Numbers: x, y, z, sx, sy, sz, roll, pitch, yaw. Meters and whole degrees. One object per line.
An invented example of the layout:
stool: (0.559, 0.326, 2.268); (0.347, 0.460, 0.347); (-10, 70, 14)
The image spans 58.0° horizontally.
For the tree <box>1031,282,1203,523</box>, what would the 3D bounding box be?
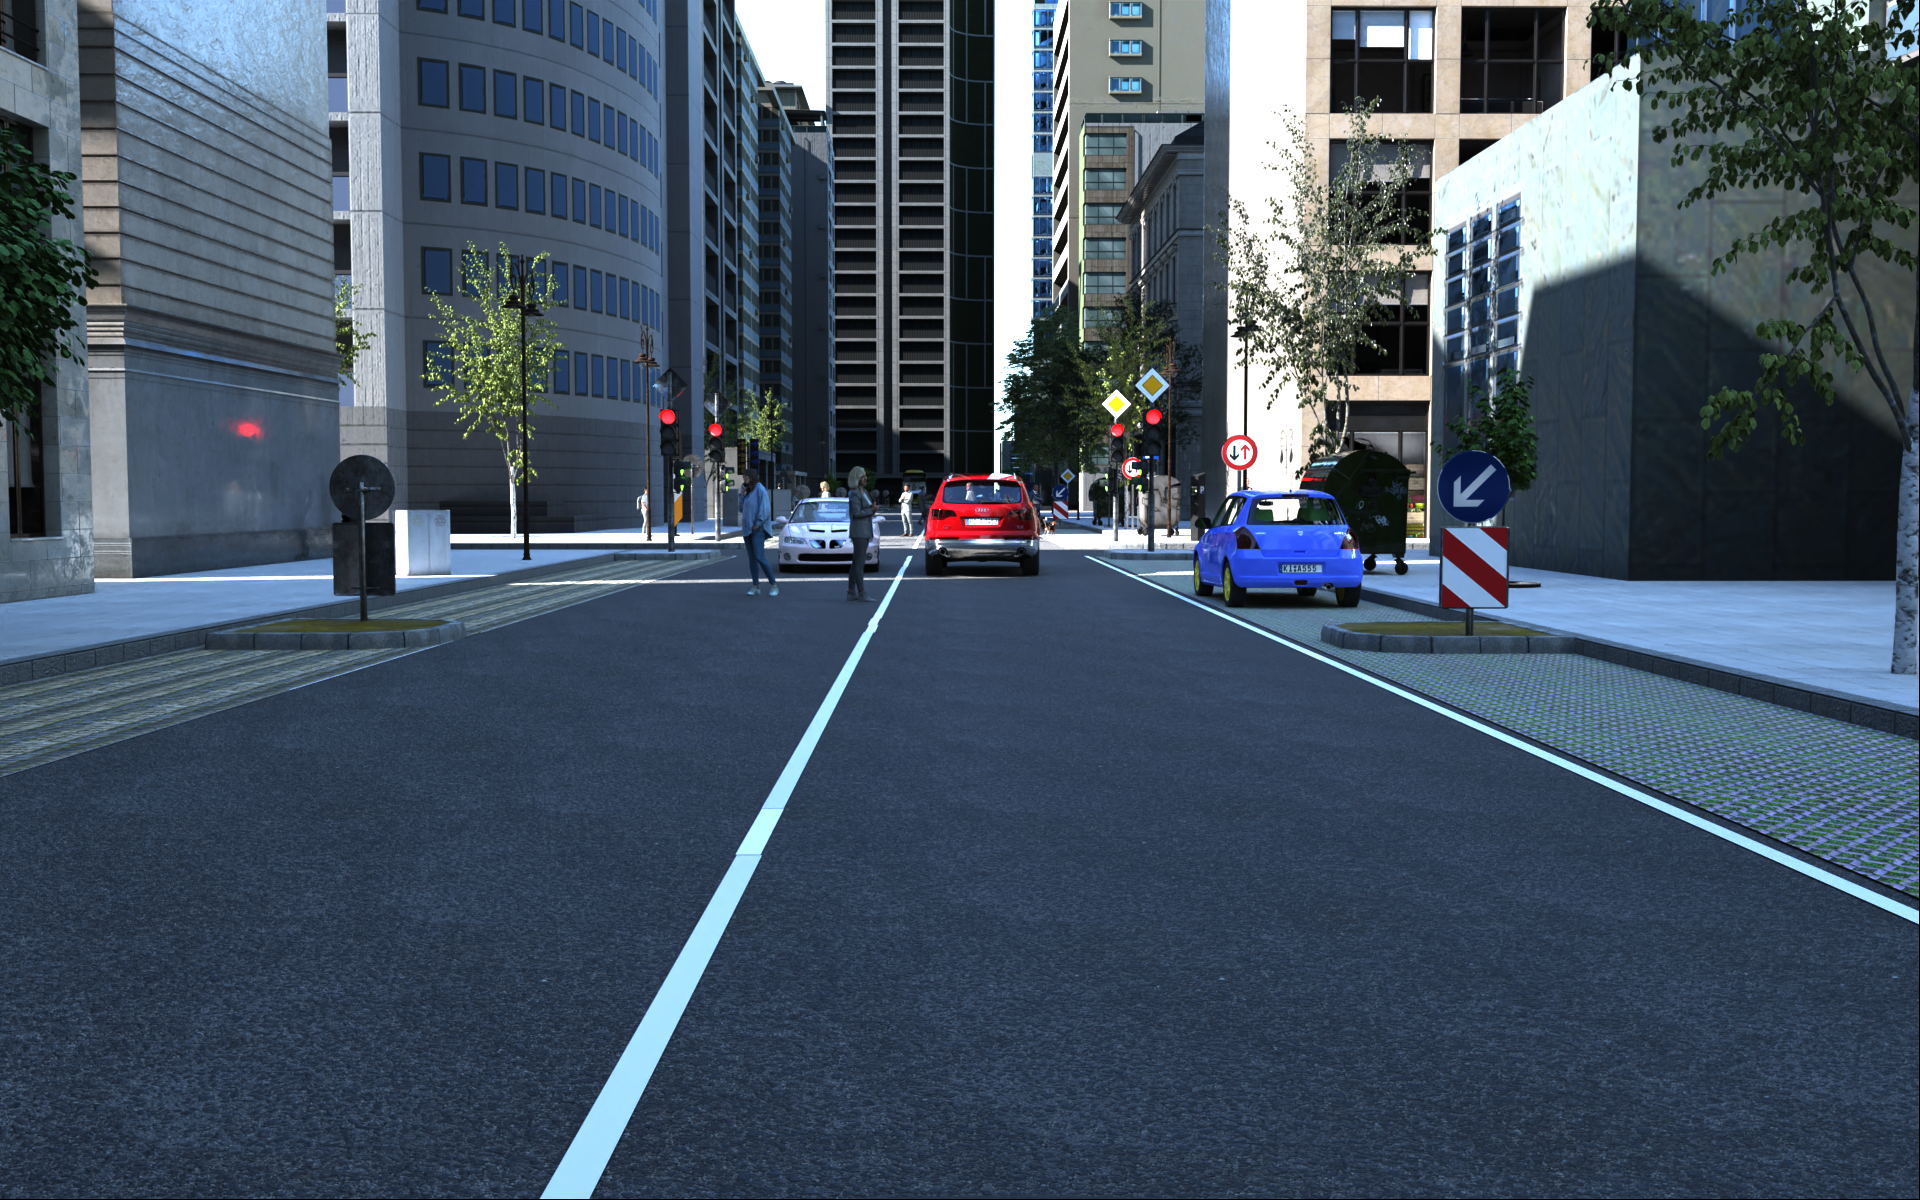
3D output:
tree: (7.266, -8.720, 76.992); (8.767, 10.594, 7.601); (-1, 4, -19)

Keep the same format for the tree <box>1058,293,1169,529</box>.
tree: (5.829, -6.874, 62.754); (4.737, 8.622, 4.395); (0, 3, 0)

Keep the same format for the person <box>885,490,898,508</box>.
person: (-6.757, -9.955, 170.896); (1.348, 1.869, 0.705); (0, 4, 7)

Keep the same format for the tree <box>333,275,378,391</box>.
tree: (-19.379, -6.146, 50.852); (4.737, 8.622, 4.395); (0, 3, 0)

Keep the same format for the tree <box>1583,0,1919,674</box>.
tree: (6.643, -3.791, 12.338); (4.737, 8.622, 4.395); (0, 3, 0)

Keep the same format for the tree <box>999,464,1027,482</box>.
tree: (5.583, -12.539, 188.723); (4.285, 4.588, 4.351); (0, 3, 0)

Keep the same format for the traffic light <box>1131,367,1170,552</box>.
traffic light: (4.250, -3.037, 38.580); (0.839, 4.253, 0.868); (0, 4, -1)

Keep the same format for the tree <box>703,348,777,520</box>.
tree: (-12.435, -8.299, 86.045); (4.737, 8.622, 4.395); (0, 3, 0)

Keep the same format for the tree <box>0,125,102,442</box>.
tree: (-8.288, -1.796, 13.086); (4.285, 4.588, 4.351); (0, 3, 0)

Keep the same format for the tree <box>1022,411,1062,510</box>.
tree: (6.494, -11.441, 137.425); (4.360, 8.622, 3.978); (0, 3, 0)

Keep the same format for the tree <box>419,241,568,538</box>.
tree: (-13.069, -6.079, 49.750); (4.737, 8.622, 4.395); (0, 3, 0)

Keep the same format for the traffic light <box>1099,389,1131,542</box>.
traffic light: (4.175, -3.526, 46.565); (0.839, 4.253, 0.868); (0, 4, -1)

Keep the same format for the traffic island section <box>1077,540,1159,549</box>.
traffic island section: (4.215, -1.492, 46.680); (2.009, 0.180, 2.903); (0, 4, -1)

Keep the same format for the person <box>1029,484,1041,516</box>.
person: (2.691, -3.304, 62.698); (0.419, 1.800, 0.721); (2, 4, 29)

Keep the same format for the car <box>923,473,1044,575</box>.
car: (0.427, -1.434, 32.122); (2.281, 1.827, 5.304); (0, 4, 1)

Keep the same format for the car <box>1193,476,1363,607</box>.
car: (4.160, -0.828, 23.126); (1.945, 1.707, 3.694); (0, 4, -1)

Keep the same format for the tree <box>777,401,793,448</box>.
tree: (-13.706, -10.314, 119.001); (4.737, 8.622, 4.395); (0, 3, 0)

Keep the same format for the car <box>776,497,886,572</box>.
car: (-2.477, -1.287, 33.400); (2.083, 1.381, 4.827); (0, 4, -2)

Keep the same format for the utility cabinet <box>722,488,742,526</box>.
utility cabinet: (-8.967, -3.655, 68.442); (0.318, 1.500, 1.173); (-3, 4, -39)

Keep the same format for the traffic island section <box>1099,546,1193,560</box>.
traffic island section: (4.290, -1.004, 38.695); (2.009, 0.180, 2.903); (0, 4, -1)

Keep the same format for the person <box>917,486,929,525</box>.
person: (-1.679, -4.404, 80.599); (0.767, 1.812, 0.694); (-2, 4, -26)

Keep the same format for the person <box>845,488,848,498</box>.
person: (-10.895, -9.715, 164.888); (1.348, 1.822, 0.705); (-1, 4, -18)

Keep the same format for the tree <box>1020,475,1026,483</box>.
tree: (6.082, -10.719, 169.856); (1.663, 3.219, 1.824); (0, 3, 0)

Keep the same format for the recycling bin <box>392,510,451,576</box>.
recycling bin: (-8.551, -0.915, 27.508); (0.722, 1.027, 0.722); (-2, 4, -35)

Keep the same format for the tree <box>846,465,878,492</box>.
tree: (-10.940, -13.101, 197.921); (4.285, 4.588, 4.351); (0, 3, 0)

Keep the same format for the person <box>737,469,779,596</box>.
person: (-2.855, -0.963, 24.516); (0.793, 1.790, 0.793); (1, 4, 20)

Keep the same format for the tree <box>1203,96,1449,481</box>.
tree: (6.658, -4.968, 31.583); (4.360, 8.622, 3.978); (0, 3, 0)

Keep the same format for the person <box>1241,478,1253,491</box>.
person: (8.400, -2.739, 51.244); (0.576, 1.772, 0.534); (-2, 4, -30)

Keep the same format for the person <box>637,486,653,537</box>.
person: (-9.447, -2.663, 52.172); (0.523, 1.515, 0.503); (-2, 4, -28)

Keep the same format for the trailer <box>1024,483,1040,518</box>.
trailer: (3.310, -5.001, 88.820); (1.471, 1.999, 3.904); (0, 4, 0)

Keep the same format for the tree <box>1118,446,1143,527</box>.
tree: (6.906, -4.492, 68.043); (1.663, 3.219, 1.824); (0, 3, 0)

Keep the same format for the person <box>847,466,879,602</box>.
person: (-1.276, -0.888, 23.210); (0.526, 1.800, 0.537); (1, 4, 22)

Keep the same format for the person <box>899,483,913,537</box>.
person: (-1.828, -3.036, 58.323); (0.511, 1.800, 0.466); (2, 4, 32)

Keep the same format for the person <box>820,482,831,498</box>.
person: (-3.948, -2.606, 51.297); (0.728, 1.800, 0.709); (-1, 4, -21)

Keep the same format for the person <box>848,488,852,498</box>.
person: (-5.203, -4.496, 81.868); (0.748, 1.841, 0.638); (1, 4, 11)

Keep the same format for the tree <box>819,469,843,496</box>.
tree: (-9.820, -8.290, 130.145); (1.663, 3.219, 1.824); (0, 3, 0)

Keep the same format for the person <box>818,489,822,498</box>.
person: (-10.075, -7.361, 127.178); (0.721, 1.735, 1.217); (-2, 4, -35)

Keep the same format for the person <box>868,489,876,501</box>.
person: (-7.023, -7.812, 136.242); (0.705, 1.823, 1.348); (-2, 4, -27)

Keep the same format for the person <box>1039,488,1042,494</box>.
person: (6.790, -8.605, 146.764); (0.705, 1.821, 1.348); (0, 4, -6)

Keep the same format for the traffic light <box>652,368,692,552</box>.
traffic light: (-6.411, -3.030, 38.465); (0.839, 4.253, 0.868); (0, 4, -1)

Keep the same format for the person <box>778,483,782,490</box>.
person: (-9.422, -5.159, 90.162); (0.659, 1.850, 0.755); (2, 4, 35)

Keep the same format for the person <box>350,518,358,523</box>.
person: (-12.065, -1.737, 34.628); (0.473, 1.802, 0.592); (-1, 4, -11)

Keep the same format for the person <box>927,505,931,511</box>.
person: (-1.708, -5.070, 96.077); (0.332, 1.250, 0.352); (0, 4, 6)

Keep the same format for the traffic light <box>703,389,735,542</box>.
traffic light: (-6.486, -3.519, 46.449); (0.839, 4.253, 0.868); (0, 4, -1)

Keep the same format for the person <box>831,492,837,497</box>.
person: (-11.164, -8.829, 153.618); (0.991, 1.433, 0.599); (-1, 4, -9)

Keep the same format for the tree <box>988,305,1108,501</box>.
tree: (5.452, -11.403, 104.570); (7.486, 12.596, 7.792); (0, 3, 0)

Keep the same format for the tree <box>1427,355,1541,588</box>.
tree: (7.642, -1.806, 24.133); (1.663, 3.219, 1.824); (0, 3, 0)

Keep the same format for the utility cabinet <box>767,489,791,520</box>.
utility cabinet: (-8.758, -4.592, 83.752); (1.173, 1.500, 0.318); (-2, 4, -30)
